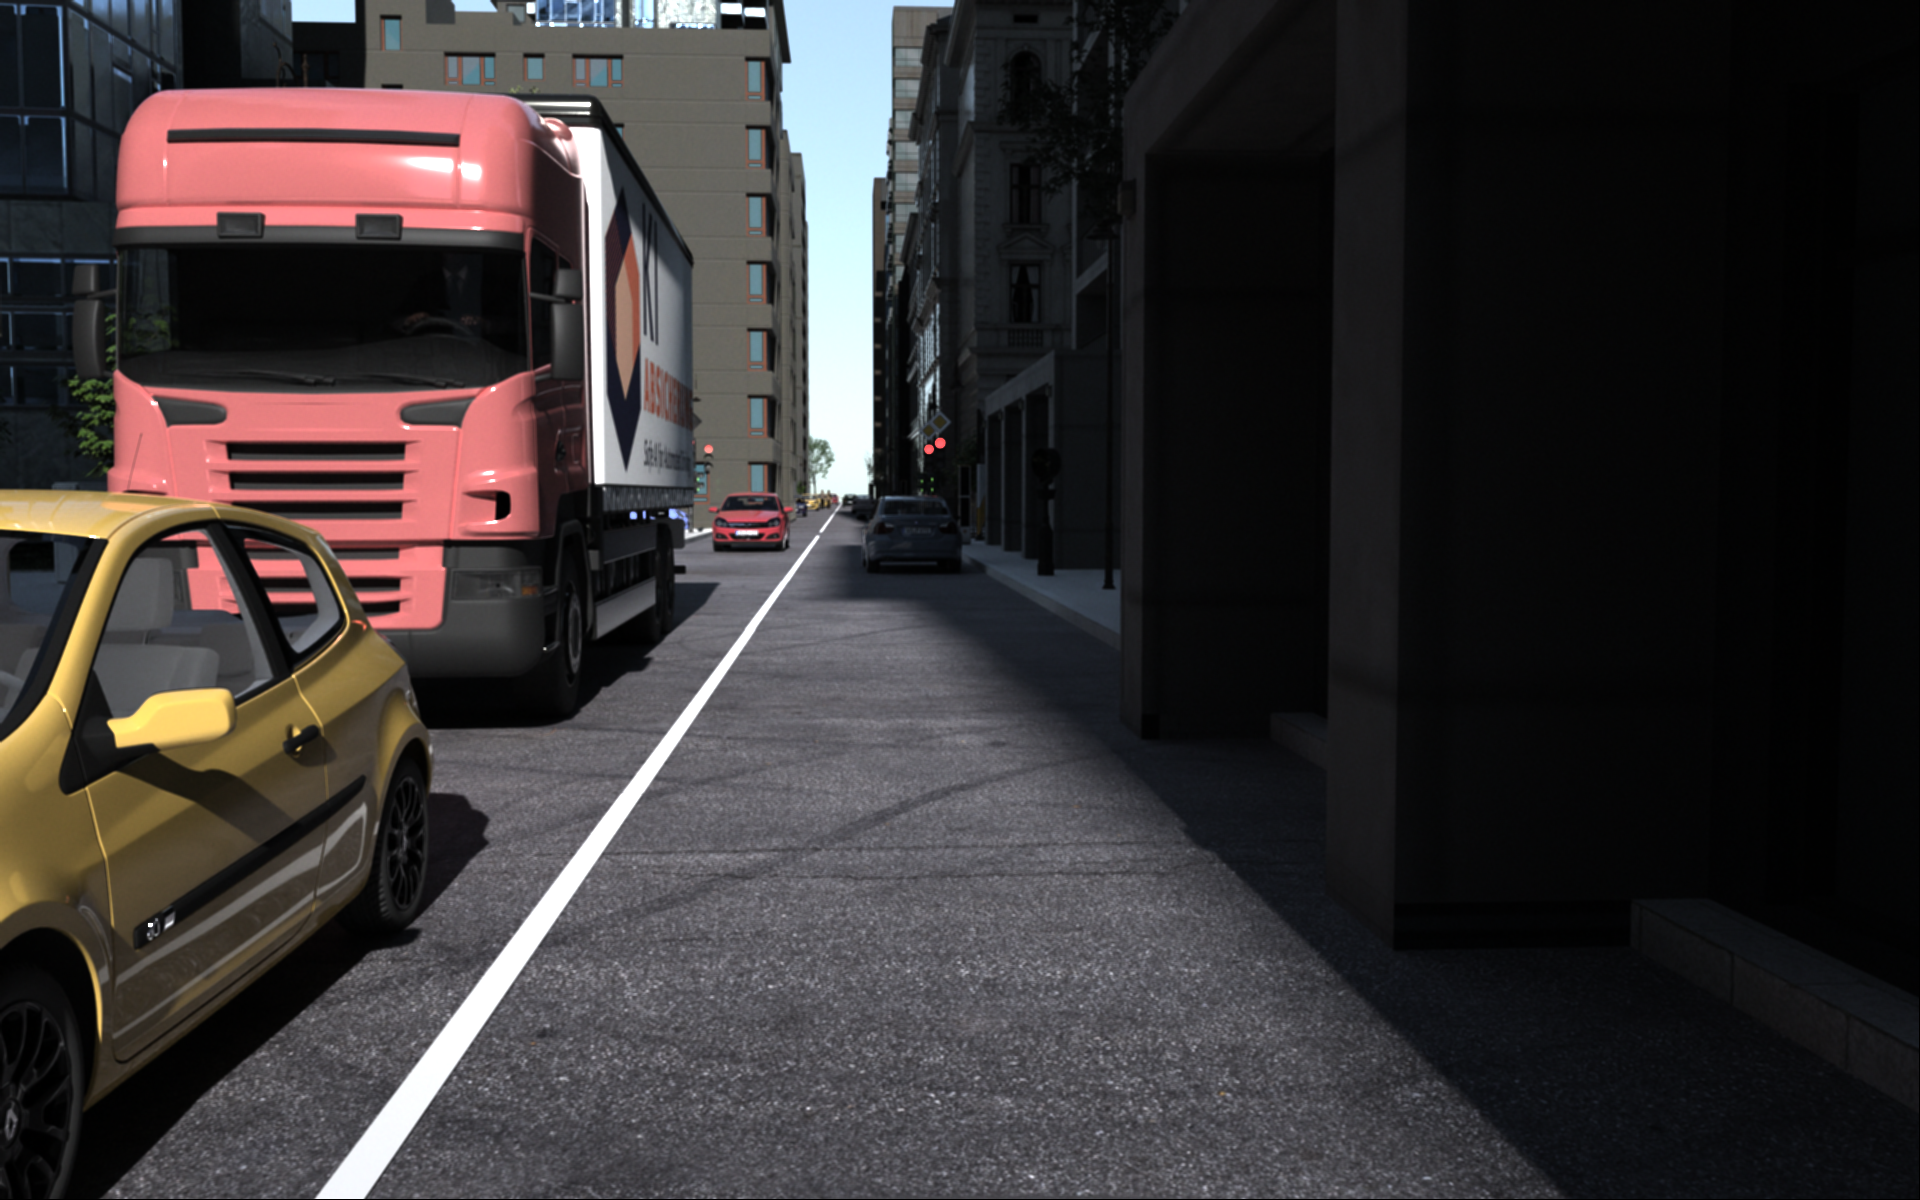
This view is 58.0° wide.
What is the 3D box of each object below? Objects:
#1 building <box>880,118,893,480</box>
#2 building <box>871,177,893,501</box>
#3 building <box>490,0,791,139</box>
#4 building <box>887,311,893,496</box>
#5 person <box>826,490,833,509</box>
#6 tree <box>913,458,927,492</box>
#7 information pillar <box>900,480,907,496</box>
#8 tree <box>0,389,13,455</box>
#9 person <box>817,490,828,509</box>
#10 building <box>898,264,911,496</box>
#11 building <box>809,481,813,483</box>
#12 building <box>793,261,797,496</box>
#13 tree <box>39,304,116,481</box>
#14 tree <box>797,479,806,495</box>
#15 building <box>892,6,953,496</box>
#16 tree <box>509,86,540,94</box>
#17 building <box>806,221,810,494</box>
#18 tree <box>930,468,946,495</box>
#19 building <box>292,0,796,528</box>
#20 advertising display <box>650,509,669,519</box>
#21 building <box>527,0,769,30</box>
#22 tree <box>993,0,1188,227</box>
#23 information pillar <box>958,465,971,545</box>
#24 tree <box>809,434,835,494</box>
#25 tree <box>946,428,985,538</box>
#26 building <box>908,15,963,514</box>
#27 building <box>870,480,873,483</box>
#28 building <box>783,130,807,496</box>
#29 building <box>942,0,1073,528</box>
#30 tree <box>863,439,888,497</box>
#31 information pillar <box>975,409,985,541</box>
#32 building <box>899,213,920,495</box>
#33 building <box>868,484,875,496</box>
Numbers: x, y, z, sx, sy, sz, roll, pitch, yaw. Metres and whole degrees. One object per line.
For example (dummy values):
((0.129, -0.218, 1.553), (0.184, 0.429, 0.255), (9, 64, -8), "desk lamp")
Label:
((2.707, -35.616, 201.934), (23.786, 49.044, 30.456), (0, 4, -4), "building")
((-5.007, -36.018, 239.007), (14.600, 45.320, 14.200), (0, 4, -4), "building")
((-32.580, -36.366, 183.826), (28.713, 52.752, 27.495), (0, 4, -4), "building")
((6.902, -20.038, 172.658), (27.650, 21.520, 28.899), (0, 4, -4), "building")
((-12.726, -9.770, 168.332), (0.705, 1.812, 1.348), (-2, 4, -33), "person")
((-1.349, -5.084, 77.720), (1.663, 3.219, 1.824), (0, 3, 0), "tree")
((-3.011, -5.403, 92.824), (0.304, 2.012, 0.304), (1, 4, 9), "information pillar")
((-20.039, -3.015, 33.011), (4.285, 4.588, 4.351), (0, 3, 0), "tree")
((-13.010, -9.475, 163.433), (1.348, 1.823, 0.705), (2, 4, 26), "person")
((1.634, -18.595, 133.713), (12.332, 23.373, 15.834), (0, 4, -4), "building")
((-35.469, -40.034, 274.167), (23.786, 49.044, 30.456), (0, 4, -4), "building")
((-26.745, -26.554, 205.851), (14.160, 30.474, 14.107), (0, 4, -4), "building")
((-7.175, -1.262, 15.230), (1.663, 3.219, 1.824), (0, 3, 0), "tree")
((-19.843, -13.541, 215.997), (1.663, 3.219, 1.824), (0, 3, 0), "tree")
((1.130, -28.516, 149.831), (14.154, 41.232, 14.086), (0, 4, -4), "building")
((-8.321, -4.917, 30.764), (4.737, 8.622, 4.395), (0, 3, 0), "tree")
((-29.168, -34.751, 251.775), (14.154, 41.232, 14.086), (0, 4, -4), "building")
((0.177, -3.683, 54.825), (1.663, 3.219, 1.824), (0, 3, 0), "tree")
((-21.782, -14.268, 78.320), (27.650, 21.520, 28.899), (0, 4, -4), "building")
((-8.916, -2.828, 51.454), (0.123, 1.923, 0.974), (1, 4, 18), "advertising display")
((-26.723, -51.436, 153.646), (22.319, 86.520, 31.000), (0, 4, -4), "building")
((3.823, -4.925, 14.933), (7.601, 10.594, 8.767), (0, 3, 0), "tree")
((0.117, -2.417, 44.012), (0.304, 2.012, 0.304), (0, 4, -4), "information pillar")
((-25.286, -22.899, 300.150), (9.928, 11.665, 9.643), (0, 3, 0), "tree")
((0.531, -3.438, 50.809), (1.663, 3.219, 1.824), (0, 3, 0), "tree")
((3.917, -17.987, 91.349), (12.463, 27.353, 25.104), (0, 4, -4), "building")
((-1.658, -39.256, 261.441), (23.786, 49.044, 30.456), (0, 4, -4), "building")
((-31.642, -37.281, 233.244), (21.300, 48.544, 21.600), (0, 4, -4), "building")
((9.518, -14.807, 70.973), (19.941, 23.489, 11.050), (0, 4, -4), "building")
((-10.500, -16.898, 226.637), (4.360, 8.622, 3.978), (0, 3, 0), "tree")
((0.578, -3.447, 47.706), (0.183, 3.616, 0.504), (1, 4, 20), "information pillar")
((2.087, -17.052, 114.957), (11.583, 22.565, 21.152), (0, 4, -4), "building")
((0.858, -36.527, 289.102), (32.217, 40.220, 23.993), (0, 4, -4), "building")
